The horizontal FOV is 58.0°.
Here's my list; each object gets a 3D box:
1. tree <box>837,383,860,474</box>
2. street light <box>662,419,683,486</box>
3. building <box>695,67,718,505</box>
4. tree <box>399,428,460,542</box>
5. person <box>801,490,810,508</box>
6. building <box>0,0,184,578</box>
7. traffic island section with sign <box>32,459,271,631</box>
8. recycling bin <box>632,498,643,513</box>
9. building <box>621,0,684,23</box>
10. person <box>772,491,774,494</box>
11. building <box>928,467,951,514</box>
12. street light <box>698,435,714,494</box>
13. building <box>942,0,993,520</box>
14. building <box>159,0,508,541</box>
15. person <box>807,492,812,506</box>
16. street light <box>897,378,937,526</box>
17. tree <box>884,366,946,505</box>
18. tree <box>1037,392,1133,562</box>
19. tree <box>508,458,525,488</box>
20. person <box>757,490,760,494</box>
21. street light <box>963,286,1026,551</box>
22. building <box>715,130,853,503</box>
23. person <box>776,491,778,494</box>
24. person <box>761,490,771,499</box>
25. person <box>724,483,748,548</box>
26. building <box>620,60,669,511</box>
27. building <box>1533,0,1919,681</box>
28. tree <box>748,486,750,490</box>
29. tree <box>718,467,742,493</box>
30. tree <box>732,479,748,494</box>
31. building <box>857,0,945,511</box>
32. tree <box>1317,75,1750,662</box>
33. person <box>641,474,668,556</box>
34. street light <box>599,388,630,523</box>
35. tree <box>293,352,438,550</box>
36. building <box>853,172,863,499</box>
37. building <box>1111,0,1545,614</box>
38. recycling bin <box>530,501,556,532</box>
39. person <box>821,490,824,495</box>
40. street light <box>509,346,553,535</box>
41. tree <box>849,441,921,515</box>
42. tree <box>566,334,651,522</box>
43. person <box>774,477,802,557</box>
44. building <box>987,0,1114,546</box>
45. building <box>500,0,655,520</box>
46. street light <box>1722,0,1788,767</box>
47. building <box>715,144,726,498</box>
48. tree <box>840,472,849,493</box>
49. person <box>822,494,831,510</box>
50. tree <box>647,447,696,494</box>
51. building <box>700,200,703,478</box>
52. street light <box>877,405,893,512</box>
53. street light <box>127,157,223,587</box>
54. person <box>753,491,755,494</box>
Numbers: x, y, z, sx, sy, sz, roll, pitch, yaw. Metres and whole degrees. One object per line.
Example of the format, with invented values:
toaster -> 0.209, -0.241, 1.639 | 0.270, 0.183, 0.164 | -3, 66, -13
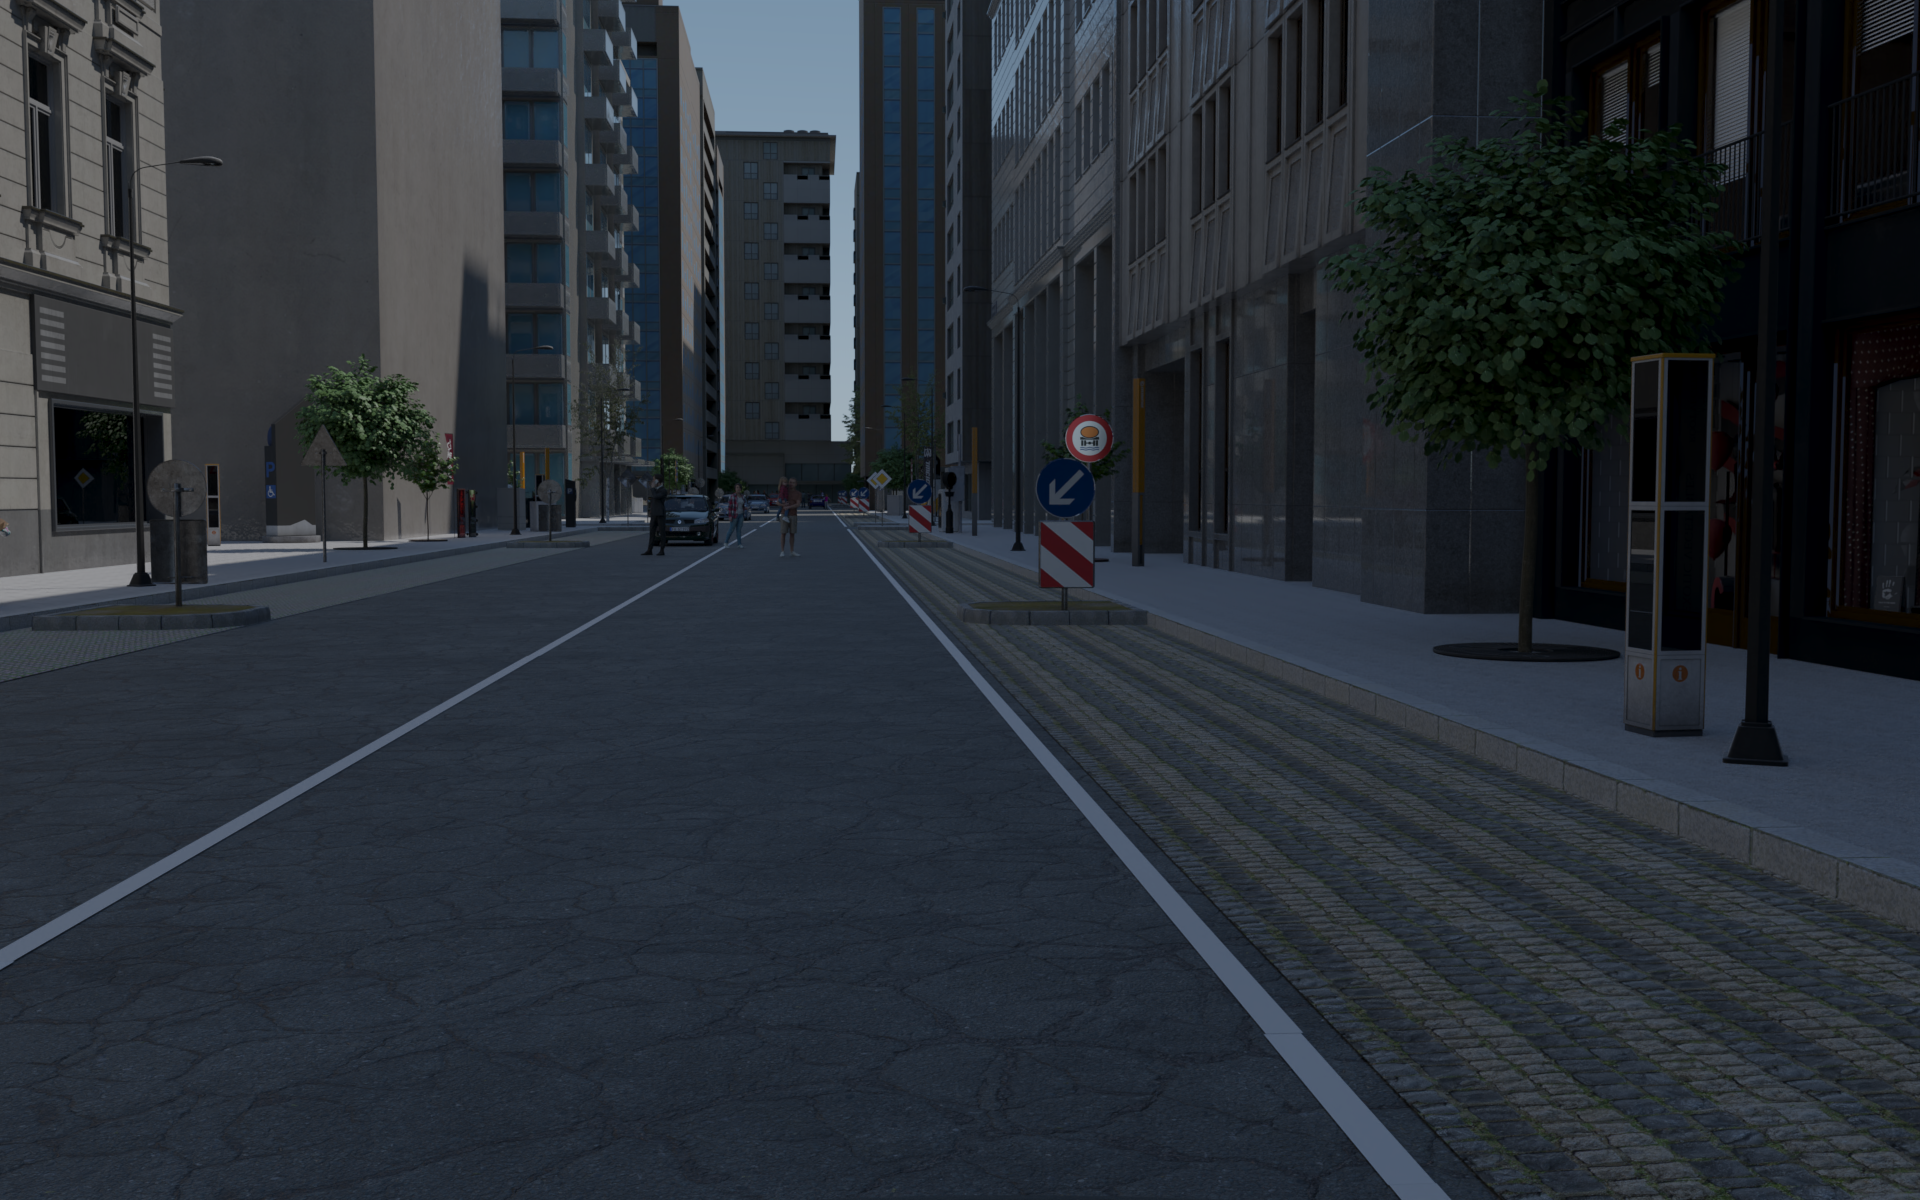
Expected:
tree -> -7.660, -14.715, 158.720 | 7.486, 12.596, 7.792 | 0, 3, 0
street light -> -17.746, -8.206, 106.714 | 1.470, 5.913, 1.316 | 0, 4, -5
building -> -37.882, -34.549, 188.575 | 21.300, 48.544, 21.600 | 0, 4, -5
tree -> -14.305, -3.199, 46.898 | 1.663, 3.219, 1.824 | 0, 3, 0
person -> -16.255, -10.466, 179.704 | 1.350, 1.814, 0.705 | 0, 4, -4
building -> -21.605, -14.482, 13.197 | 17.030, 29.872, 44.131 | 0, 4, -5
traffic island section with sign -> -8.763, -0.637, 19.038 | 1.989, 1.847, 2.006 | 0, 4, -5
recycling bin -> -21.683, -6.311, 115.732 | 0.722, 1.027, 0.722 | -3, 5, -44
building -> -31.697, -31.004, 157.032 | 14.600, 45.320, 14.200 | 0, 4, -5
person -> -24.632, -13.399, 227.563 | 0.705, 1.826, 1.348 | 0, 4, -4
building -> 14.329, -25.886, 115.116 | 32.217, 40.220, 23.993 | 0, 4, -5
street light -> -20.133, -10.066, 137.123 | 1.470, 5.913, 1.316 | 0, 4, -5
building -> 6.611, -19.313, 87.463 | 14.107, 30.474, 14.160 | 0, 4, -5
building -> -33.492, -15.306, 54.762 | 34.151, 26.468, 19.350 | 0, 4, -5
person -> -18.109, -12.217, 209.043 | 0.742, 1.727, 0.445 | 2, 4, 24
street light -> -1.655, -5.918, 69.305 | 1.470, 5.913, 1.316 | 0, 4, -5
tree -> -2.169, -9.169, 100.273 | 4.737, 8.622, 4.395 | 0, 3, 0
tree -> 2.213, -2.347, 32.980 | 1.663, 3.219, 1.824 | 0, 3, 0
tree -> -20.717, -5.112, 78.185 | 1.663, 3.219, 1.824 | 0, 3, 0
person -> -20.358, -10.144, 174.294 | 0.705, 1.831, 1.348 | 2, 4, 24
street light -> 0.773, -4.059, 38.901 | 1.470, 5.913, 1.316 | 0, 4, -5
building -> -29.472, -40.378, 249.419 | 27.495, 52.752, 28.713 | 0, 4, -5
person -> -21.422, -11.858, 202.388 | 0.705, 1.822, 1.348 | 1, 4, 15
person -> -18.828, -9.672, 166.768 | 1.348, 1.807, 0.705 | -2, 4, -30
person -> -5.926, -2.234, 45.872 | 0.563, 1.720, 0.643 | -3, 5, -44
building -> -38.804, -26.950, 132.506 | 32.217, 40.220, 23.993 | 0, 4, -5
building -> 12.708, -11.022, 9.885 | 12.332, 23.373, 15.834 | 0, 4, -5
tree -> -28.213, -14.166, 226.215 | 1.663, 3.219, 1.824 | 0, 3, 0
tree -> -27.811, -13.688, 207.511 | 4.285, 4.588, 4.351 | 0, 3, 0
tree -> -28.186, -13.753, 219.462 | 1.663, 3.219, 1.824 | 0, 3, 0
building -> -1.075, -30.014, 140.836 | 14.600, 45.320, 14.200 | 0, 4, -5
tree -> 4.464, -1.836, 13.735 | 4.285, 4.588, 4.351 | 0, 3, 0
person -> -7.105, -1.991, 40.423 | 0.648, 1.900, 0.474 | 3, 5, 44
street light -> -15.187, -6.334, 76.097 | 1.470, 5.913, 1.316 | 0, 4, -5
tree -> -13.828, -3.452, 40.162 | 4.285, 4.588, 4.351 | 0, 3, 0
building -> -4.487, -38.190, 248.106 | 21.600, 48.544, 21.300 | 0, 4, -5
building -> 10.128, -12.849, 28.100 | 12.078, 24.808, 19.932 | 0, 4, -5
recycling bin -> -14.299, -2.867, 59.428 | 0.722, 1.027, 0.722 | -2, 4, -32
person -> -15.005, -10.917, 186.869 | 0.599, 1.838, 0.709 | 0, 4, -2
street light -> -13.442, -5.003, 54.348 | 1.470, 5.913, 1.316 | 0, 4, -5
tree -> -4.281, -7.945, 113.613 | 4.285, 4.588, 4.351 | 0, 3, 0
tree -> -16.330, -7.934, 80.076 | 4.360, 8.622, 3.978 | 0, 3, 0
person -> -3.958, -1.909, 39.685 | 0.573, 1.828, 0.580 | 2, 4, 31
building -> 7.799, -16.830, 52.670 | 11.434, 29.767, 29.804 | 0, 4, -5
building -> -30.255, -29.239, 97.660 | 23.786, 49.044, 30.456 | 0, 4, -5
street light -> 3.280, -2.175, 8.100 | 1.470, 5.913, 1.316 | 0, 4, -5
building -> -36.928, -34.636, 216.405 | 14.200, 45.320, 14.600 | 0, 4, -5
tree -> -9.608, -11.629, 173.848 | 4.285, 4.588, 4.351 | 0, 3, 0
person -> -11.924, -8.705, 154.050 | 0.991, 1.433, 0.599 | -3, 4, -36
tree -> -20.056, -8.344, 120.142 | 4.285, 4.588, 4.351 | 0, 3, 0
building -> -33.002, -31.868, 171.146 | 14.600, 45.320, 14.200 | 0, 4, -5
street light -> -3.427, -7.209, 90.404 | 1.470, 5.913, 1.316 | 0, 4, -5
street light -> -10.850, -3.145, 23.956 | 1.470, 5.913, 1.316 | 0, 4, -5
person -> -19.082, -9.309, 161.410 | 0.721, 1.735, 1.217 | 2, 4, 27
